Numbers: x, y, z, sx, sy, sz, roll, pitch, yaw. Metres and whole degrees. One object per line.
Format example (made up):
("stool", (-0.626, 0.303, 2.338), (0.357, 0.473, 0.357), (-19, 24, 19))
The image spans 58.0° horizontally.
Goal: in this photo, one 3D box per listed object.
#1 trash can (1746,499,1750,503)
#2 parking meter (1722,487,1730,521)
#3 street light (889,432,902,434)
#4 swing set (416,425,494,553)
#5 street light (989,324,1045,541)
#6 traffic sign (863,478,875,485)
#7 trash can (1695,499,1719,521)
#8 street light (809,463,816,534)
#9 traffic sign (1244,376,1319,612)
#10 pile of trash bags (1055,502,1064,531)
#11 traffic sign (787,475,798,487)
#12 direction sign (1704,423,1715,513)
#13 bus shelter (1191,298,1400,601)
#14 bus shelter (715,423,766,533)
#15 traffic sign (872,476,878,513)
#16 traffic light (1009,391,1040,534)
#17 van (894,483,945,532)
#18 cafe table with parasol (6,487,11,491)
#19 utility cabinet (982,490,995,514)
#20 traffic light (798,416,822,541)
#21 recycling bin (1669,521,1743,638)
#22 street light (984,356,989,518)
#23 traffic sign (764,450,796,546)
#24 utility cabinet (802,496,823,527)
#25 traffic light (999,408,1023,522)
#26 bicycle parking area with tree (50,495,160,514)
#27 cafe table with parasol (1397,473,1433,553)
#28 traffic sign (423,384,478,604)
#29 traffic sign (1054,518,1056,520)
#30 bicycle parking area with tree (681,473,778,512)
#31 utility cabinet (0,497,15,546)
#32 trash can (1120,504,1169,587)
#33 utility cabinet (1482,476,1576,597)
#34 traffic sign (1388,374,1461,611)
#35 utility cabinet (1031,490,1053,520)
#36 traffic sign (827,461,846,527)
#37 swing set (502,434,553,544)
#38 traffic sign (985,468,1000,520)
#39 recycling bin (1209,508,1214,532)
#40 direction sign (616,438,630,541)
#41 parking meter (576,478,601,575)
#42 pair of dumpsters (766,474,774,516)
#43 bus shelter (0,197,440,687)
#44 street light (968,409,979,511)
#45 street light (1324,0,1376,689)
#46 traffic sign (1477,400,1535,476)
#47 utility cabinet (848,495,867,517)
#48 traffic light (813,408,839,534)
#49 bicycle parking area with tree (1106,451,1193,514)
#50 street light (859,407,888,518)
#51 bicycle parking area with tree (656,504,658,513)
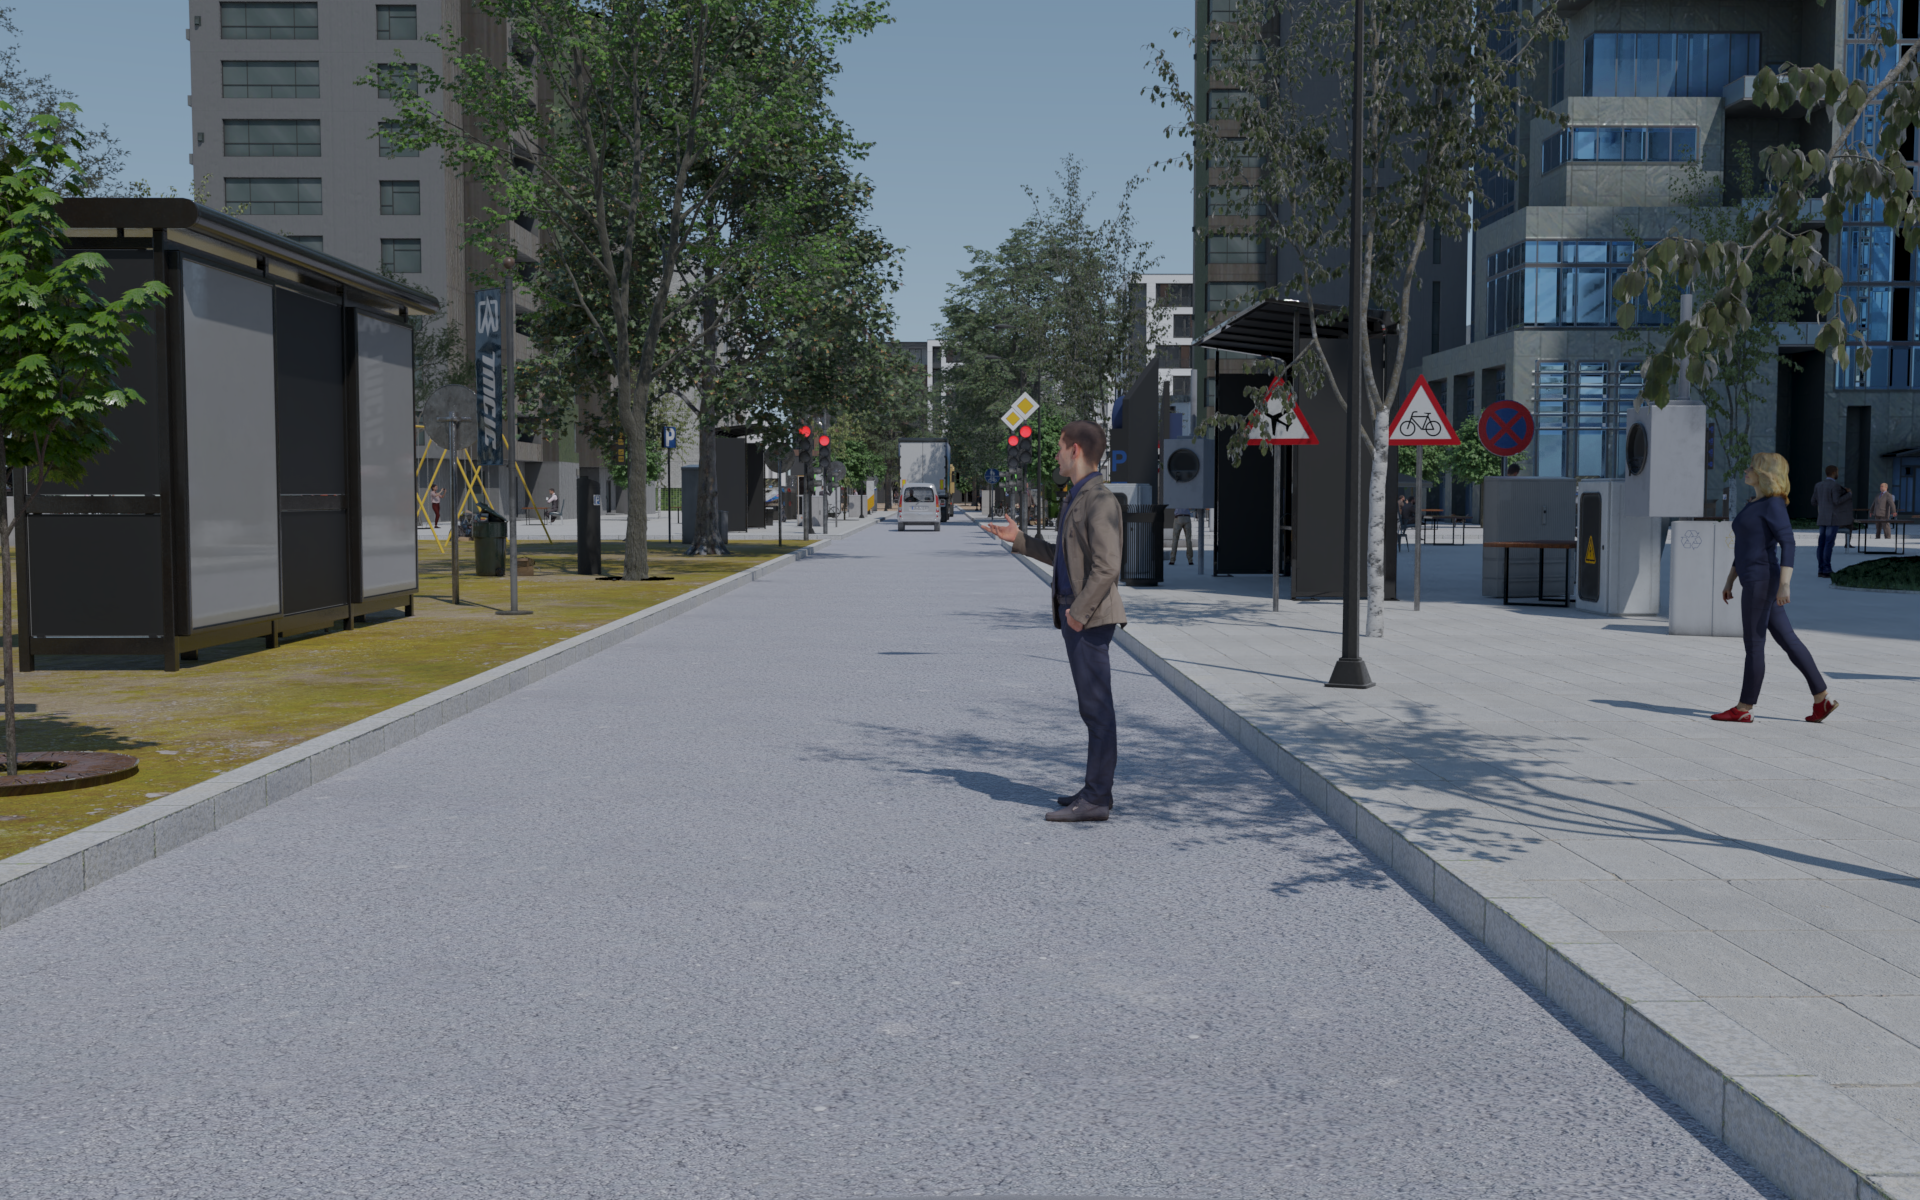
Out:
("trash can", (21.588, -2.145, 46.728), (0.748, 1.137, 0.748), (0, 3, 0))
("parking meter", (25.240, -2.964, 56.872), (0.372, 1.533, 0.369), (0, 3, 0))
("street light", (-4.986, -9.559, 128.825), (1.470, 5.913, 1.316), (0, 4, -1))
("swing set", (-12.413, -2.535, 39.060), (2.862, 2.851, 3.119), (1, 4, 9))
("street light", (1.631, -4.588, 47.554), (1.470, 5.913, 1.316), (0, 4, -1))
("traffic sign", (-5.801, -6.744, 110.367), (0.768, 2.556, 0.104), (0, 4, 1))
("trash can", (20.710, -2.237, 48.225), (0.748, 1.137, 0.748), (0, 3, 0))
("street light", (-4.259, -5.065, 55.361), (1.470, 5.913, 1.316), (0, 4, -1))
("traffic sign", (3.439, -1.150, 18.801), (0.884, 2.594, 0.081), (1, 4, 9))
("pile of trash bags", (5.063, -3.032, 59.323), (3.447, 1.369, 1.912), (-1, 4, -18))
("traffic sign", (-9.061, -5.609, 93.839), (0.606, 2.300, 0.079), (0, 4, 5))
("direction sign", (23.871, -3.878, 55.398), (0.379, 3.537, 0.876), (0, 4, -3))
("bus shelter", (4.467, -1.989, 23.806), (1.731, 3.624, 6.357), (0, 4, -1))
("bus shelter", (-7.593, -4.231, 60.454), (1.731, 3.624, 6.357), (0, 4, -1))
("traffic sign", (-5.798, -7.023, 114.934), (0.768, 2.556, 0.104), (0, 4, 2))
("traffic light", (1.769, -3.587, 47.568), (0.839, 4.253, 0.868), (0, 4, -1))
("van", (-1.590, -3.705, 67.591), (2.013, 2.044, 4.112), (0, 4, -1))
("cafe table with parasol", (-50.097, -5.158, 89.191), (2.610, 1.966, 2.610), (-1, 4, -9))
("utility cabinet", (1.954, -6.023, 107.150), (1.173, 1.500, 0.318), (0, 4, 7))
("traffic light", (-4.212, -3.582, 47.485), (0.839, 4.253, 0.868), (0, 4, -1))
("recycling bin", (6.918, -0.202, 15.861), (0.722, 1.027, 0.722), (2, 4, 27))
("street light", (1.518, -5.248, 58.339), (1.470, 5.913, 1.316), (0, 4, -1))
("traffic sign", (-4.404, -2.583, 42.343), (0.768, 2.556, 0.104), (0, 4, 4))
("utility cabinet", (-5.759, -3.498, 68.351), (0.306, 1.237, 1.020), (3, 5, 41))
("traffic light", (1.678, -4.075, 55.553), (0.839, 4.253, 0.868), (0, 4, -1))
("bicycle parking area with tree", (-37.948, -5.854, 82.707), (8.231, 4.147, 9.016), (1, 4, 15))
("cafe table with parasol", (9.171, -2.062, 38.575), (2.610, 1.966, 2.610), (1, 4, 14))
("traffic sign", (-5.878, -1.224, 20.116), (0.768, 2.556, 0.104), (1, 4, 8))
("traffic sign", (4.677, -5.216, 85.389), (0.768, 2.556, 0.104), (0, 4, 2))
("bicycle parking area with tree", (-15.106, -8.136, 120.023), (8.231, 4.147, 9.016), (-1, 4, -11))
("utility cabinet", (-23.889, -1.953, 43.096), (1.020, 1.237, 0.306), (3, 4, 38))
("trash can", (2.539, -0.764, 24.146), (0.748, 1.137, 0.748), (0, 3, 0))
("utility cabinet", (7.079, -0.785, 21.515), (1.173, 1.500, 0.318), (-1, 4, -21))
("traffic sign", (5.014, -1.158, 18.935), (0.884, 2.594, 0.081), (0, 4, 1))
("utility cabinet", (4.001, -4.712, 85.712), (1.173, 1.500, 0.318), (0, 4, -5))
("traffic sign", (-4.764, -4.072, 66.677), (0.768, 2.556, 0.104), (0, 4, 5))
("swing set", (-12.326, -2.859, 44.368), (2.862, 2.851, 3.119), (-3, 4, -37))
("traffic sign", (1.587, -5.180, 84.805), (0.768, 2.556, 0.104), (0, 4, 2))
("recycling bin", (8.816, -2.818, 58.635), (0.722, 1.027, 0.722), (1, 4, 9))
("direction sign", (-8.971, -3.358, 46.895), (0.876, 3.537, 0.379), (1, 4, 10))
("parking meter", (-5.920, -1.175, 27.626), (0.372, 1.533, 0.369), (0, 3, 0))
("pair of dumpsters", (-9.489, -4.829, 81.450), (1.574, 2.255, 4.437), (0, 4, -1))
("bus shelter", (-6.474, -2.210, 13.774), (2.179, 5.291, 8.768), (0, 4, -1))
("street light", (1.105, -7.460, 94.516), (1.470, 5.913, 1.316), (0, 4, -1))
("street light", (2.062, -2.375, 11.377), (1.470, 5.913, 1.316), (0, 4, -1))
("traffic sign", (7.371, -1.429, 23.476), (0.768, 2.556, 0.104), (0, 4, 1))
("utility cabinet", (-5.622, -5.152, 95.392), (1.020, 1.237, 0.306), (-1, 4, -11))
("traffic light", (-4.302, -4.070, 55.469), (0.839, 4.253, 0.868), (0, 4, -1))
("bicycle parking area with tree", (12.460, -7.905, 116.250), (8.231, 4.147, 9.016), (0, 4, 1))
("street light", (-4.664, -7.278, 91.538), (1.470, 5.913, 1.316), (0, 4, -1))
("bicycle parking area with tree", (-25.682, -8.040, 118.456), (9.016, 4.147, 8.231), (-2, 4, -28))
